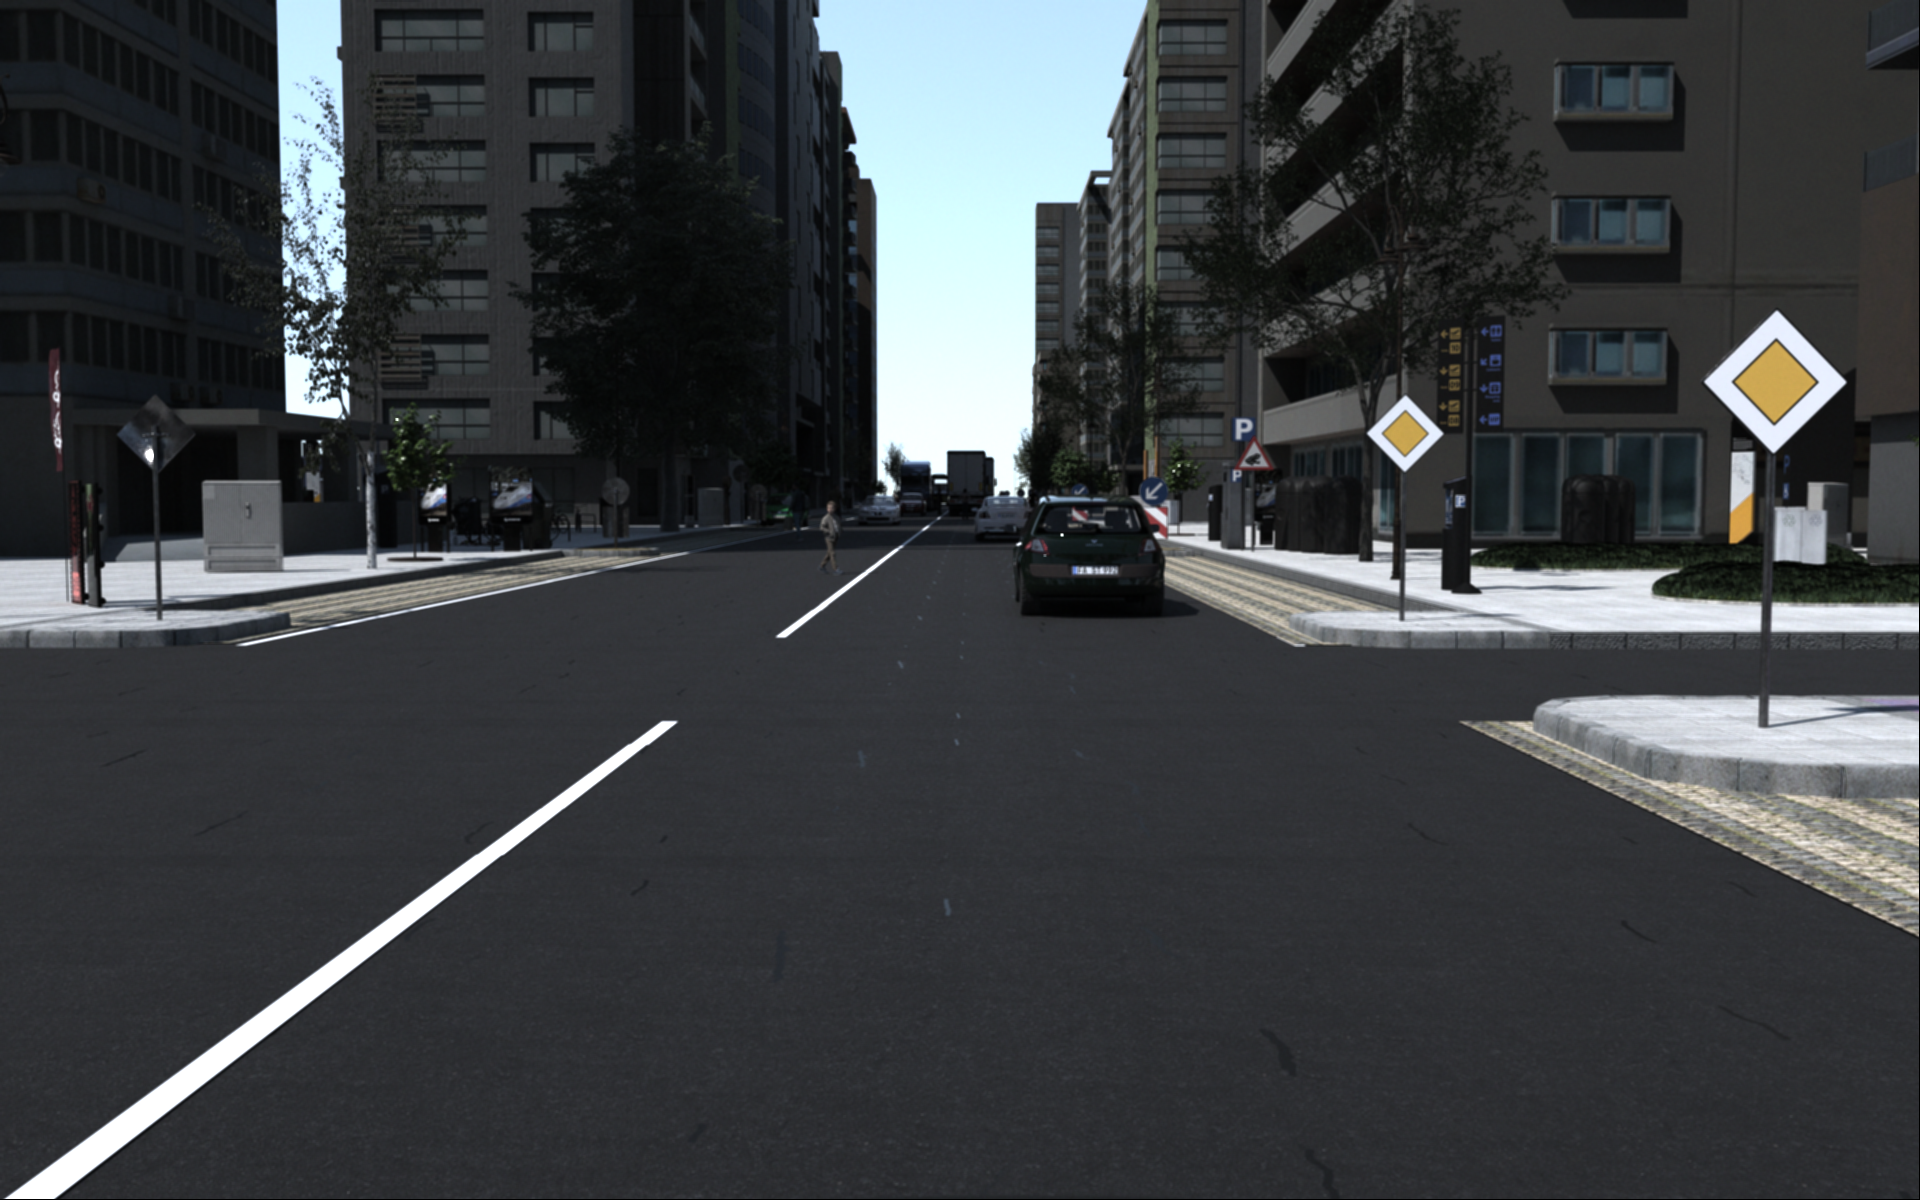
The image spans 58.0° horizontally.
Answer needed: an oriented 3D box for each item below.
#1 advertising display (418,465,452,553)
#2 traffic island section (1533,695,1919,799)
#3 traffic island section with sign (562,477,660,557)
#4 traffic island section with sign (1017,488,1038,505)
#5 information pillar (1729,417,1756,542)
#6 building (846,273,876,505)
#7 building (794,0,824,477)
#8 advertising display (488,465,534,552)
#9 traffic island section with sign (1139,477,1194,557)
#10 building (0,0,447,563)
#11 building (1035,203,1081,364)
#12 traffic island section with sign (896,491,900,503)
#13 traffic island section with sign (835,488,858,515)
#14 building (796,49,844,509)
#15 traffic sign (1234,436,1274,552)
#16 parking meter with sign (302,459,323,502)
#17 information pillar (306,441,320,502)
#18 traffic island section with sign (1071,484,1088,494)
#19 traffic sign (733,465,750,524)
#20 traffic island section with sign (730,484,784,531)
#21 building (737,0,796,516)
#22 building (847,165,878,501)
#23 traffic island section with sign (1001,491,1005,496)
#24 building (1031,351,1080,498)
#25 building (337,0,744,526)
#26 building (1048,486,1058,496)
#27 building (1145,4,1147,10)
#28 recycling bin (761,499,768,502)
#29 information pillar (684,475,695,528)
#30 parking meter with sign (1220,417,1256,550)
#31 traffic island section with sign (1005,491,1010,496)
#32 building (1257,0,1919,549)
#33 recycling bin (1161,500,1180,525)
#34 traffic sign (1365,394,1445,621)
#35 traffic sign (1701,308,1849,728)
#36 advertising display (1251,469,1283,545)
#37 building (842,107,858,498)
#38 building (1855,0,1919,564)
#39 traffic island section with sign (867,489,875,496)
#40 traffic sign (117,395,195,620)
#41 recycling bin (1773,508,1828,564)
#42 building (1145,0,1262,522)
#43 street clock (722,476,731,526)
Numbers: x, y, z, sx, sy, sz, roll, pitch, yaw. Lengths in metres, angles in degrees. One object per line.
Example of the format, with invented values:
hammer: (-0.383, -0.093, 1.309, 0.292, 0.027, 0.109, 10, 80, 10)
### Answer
advertising display: (-11.546, -2.010, 38.074, 0.974, 1.923, 0.123, 2, 4, 33)
traffic island section: (4.436, 0.780, 9.532, 2.009, 0.180, 2.903, 0, 4, 0)
traffic island section with sign: (-8.017, -1.924, 40.088, 1.989, 1.847, 2.006, 0, 4, 0)
traffic island section with sign: (4.786, -6.630, 117.025, 1.989, 1.847, 2.006, 0, 4, 0)
information pillar: (15.362, -2.608, 33.990, 0.183, 3.616, 0.504, -2, 4, -32)
building: (-27.066, -32.294, 219.890, 32.217, 40.220, 23.993, 0, 4, 0)
building: (-25.162, -33.339, 134.336, 28.713, 52.752, 27.495, 0, 4, 0)
advertising display: (-10.023, -2.048, 38.705, 0.974, 1.923, 0.123, -2, 4, -26)
traffic island section with sign: (4.305, -1.927, 40.135, 1.989, 1.847, 2.006, 0, 4, 0)
building: (-30.272, -21.268, 39.608, 32.217, 40.220, 23.993, 0, 4, 0)
building: (17.524, -34.319, 244.710, 14.154, 41.232, 14.086, 0, 4, 0)
traffic island section with sign: (-7.007, -11.717, 200.204, 1.989, 1.847, 2.006, 0, 4, 0)
traffic island section with sign: (-7.530, -6.640, 117.199, 1.989, 1.847, 2.006, 0, 4, 0)
building: (-18.001, -28.856, 155.394, 14.154, 41.232, 14.086, 0, 4, 0)
traffic sign: (6.530, -2.358, 38.560, 0.884, 2.594, 0.081, 0, 4, 1)
parking meter with sign: (-31.407, -5.440, 85.197, 1.738, 3.016, 0.543, -1, 4, -20)
information pillar: (-24.319, -4.509, 65.081, 0.504, 3.616, 0.183, -1, 4, -11)
traffic island section with sign: (4.479, -3.576, 67.090, 1.989, 1.847, 2.006, 0, 4, 0)
traffic sign: (-9.475, -4.590, 75.160, 0.768, 2.556, 0.104, 0, 4, 1)
traffic island section with sign: (-7.851, -3.598, 67.461, 1.989, 1.847, 2.006, 0, 4, 0)
building: (-22.046, -34.485, 105.836, 21.231, 58.520, 28.212, 0, 4, 0)
building: (-18.734, -36.039, 239.352, 14.600, 45.320, 14.200, 0, 4, 0)
traffic island section with sign: (5.488, -13.358, 227.031, 1.989, 1.847, 2.006, 0, 4, 0)
building: (23.572, -23.167, 223.821, 27.650, 21.520, 28.899, 0, 4, 0)
building: (-17.325, -23.903, 74.401, 14.154, 41.232, 14.086, 0, 4, 0)
building: (26.303, -30.863, 196.485, 32.217, 40.220, 23.993, 0, 4, 0)
building: (25.475, -26.773, 129.617, 32.217, 40.220, 23.993, 0, 4, 0)
recycling bin: (-9.424, -4.475, 85.717, 0.722, 1.027, 0.722, 1, 4, 10)
information pillar: (-10.325, -3.767, 66.083, 0.304, 2.012, 0.304, -2, 4, -26)
parking meter with sign: (6.383, -2.686, 40.182, 0.543, 3.016, 1.738, 0, 4, -3)
traffic island section with sign: (4.953, -8.312, 144.528, 1.989, 1.847, 2.006, 0, 4, 0)
building: (21.092, -26.031, 49.310, 21.300, 48.544, 21.600, 0, 4, 0)
recycling bin: (8.590, -3.604, 71.484, 0.722, 1.027, 0.722, 3, 5, 43)
traffic sign: (4.462, -0.844, 17.440, 0.795, 2.450, 0.064, 0, 4, 0)
traffic sign: (4.412, -0.355, 9.455, 0.795, 2.450, 0.064, 0, 4, 0)
advertising display: (7.726, -2.348, 43.600, 0.974, 1.923, 0.123, -2, 4, -34)
building: (-22.904, -32.904, 192.597, 22.147, 44.769, 28.867, 0, 4, 0)
building: (23.341, -22.829, 23.369, 14.200, 45.320, 14.600, 0, 4, 0)
traffic island section with sign: (-7.356, -8.317, 144.615, 1.989, 1.847, 2.006, 0, 4, 0)
traffic sign: (-8.131, -0.850, 17.540, 0.795, 2.450, 0.064, 0, 4, 0)
recycling bin: (13.128, -0.890, 27.104, 0.722, 1.027, 0.722, 1, 4, 20)
building: (16.025, -24.552, 85.015, 14.154, 41.232, 14.086, 0, 4, 0)
street clock: (-9.459, -4.022, 70.334, 0.358, 2.002, 0.471, 1, 4, 11)
